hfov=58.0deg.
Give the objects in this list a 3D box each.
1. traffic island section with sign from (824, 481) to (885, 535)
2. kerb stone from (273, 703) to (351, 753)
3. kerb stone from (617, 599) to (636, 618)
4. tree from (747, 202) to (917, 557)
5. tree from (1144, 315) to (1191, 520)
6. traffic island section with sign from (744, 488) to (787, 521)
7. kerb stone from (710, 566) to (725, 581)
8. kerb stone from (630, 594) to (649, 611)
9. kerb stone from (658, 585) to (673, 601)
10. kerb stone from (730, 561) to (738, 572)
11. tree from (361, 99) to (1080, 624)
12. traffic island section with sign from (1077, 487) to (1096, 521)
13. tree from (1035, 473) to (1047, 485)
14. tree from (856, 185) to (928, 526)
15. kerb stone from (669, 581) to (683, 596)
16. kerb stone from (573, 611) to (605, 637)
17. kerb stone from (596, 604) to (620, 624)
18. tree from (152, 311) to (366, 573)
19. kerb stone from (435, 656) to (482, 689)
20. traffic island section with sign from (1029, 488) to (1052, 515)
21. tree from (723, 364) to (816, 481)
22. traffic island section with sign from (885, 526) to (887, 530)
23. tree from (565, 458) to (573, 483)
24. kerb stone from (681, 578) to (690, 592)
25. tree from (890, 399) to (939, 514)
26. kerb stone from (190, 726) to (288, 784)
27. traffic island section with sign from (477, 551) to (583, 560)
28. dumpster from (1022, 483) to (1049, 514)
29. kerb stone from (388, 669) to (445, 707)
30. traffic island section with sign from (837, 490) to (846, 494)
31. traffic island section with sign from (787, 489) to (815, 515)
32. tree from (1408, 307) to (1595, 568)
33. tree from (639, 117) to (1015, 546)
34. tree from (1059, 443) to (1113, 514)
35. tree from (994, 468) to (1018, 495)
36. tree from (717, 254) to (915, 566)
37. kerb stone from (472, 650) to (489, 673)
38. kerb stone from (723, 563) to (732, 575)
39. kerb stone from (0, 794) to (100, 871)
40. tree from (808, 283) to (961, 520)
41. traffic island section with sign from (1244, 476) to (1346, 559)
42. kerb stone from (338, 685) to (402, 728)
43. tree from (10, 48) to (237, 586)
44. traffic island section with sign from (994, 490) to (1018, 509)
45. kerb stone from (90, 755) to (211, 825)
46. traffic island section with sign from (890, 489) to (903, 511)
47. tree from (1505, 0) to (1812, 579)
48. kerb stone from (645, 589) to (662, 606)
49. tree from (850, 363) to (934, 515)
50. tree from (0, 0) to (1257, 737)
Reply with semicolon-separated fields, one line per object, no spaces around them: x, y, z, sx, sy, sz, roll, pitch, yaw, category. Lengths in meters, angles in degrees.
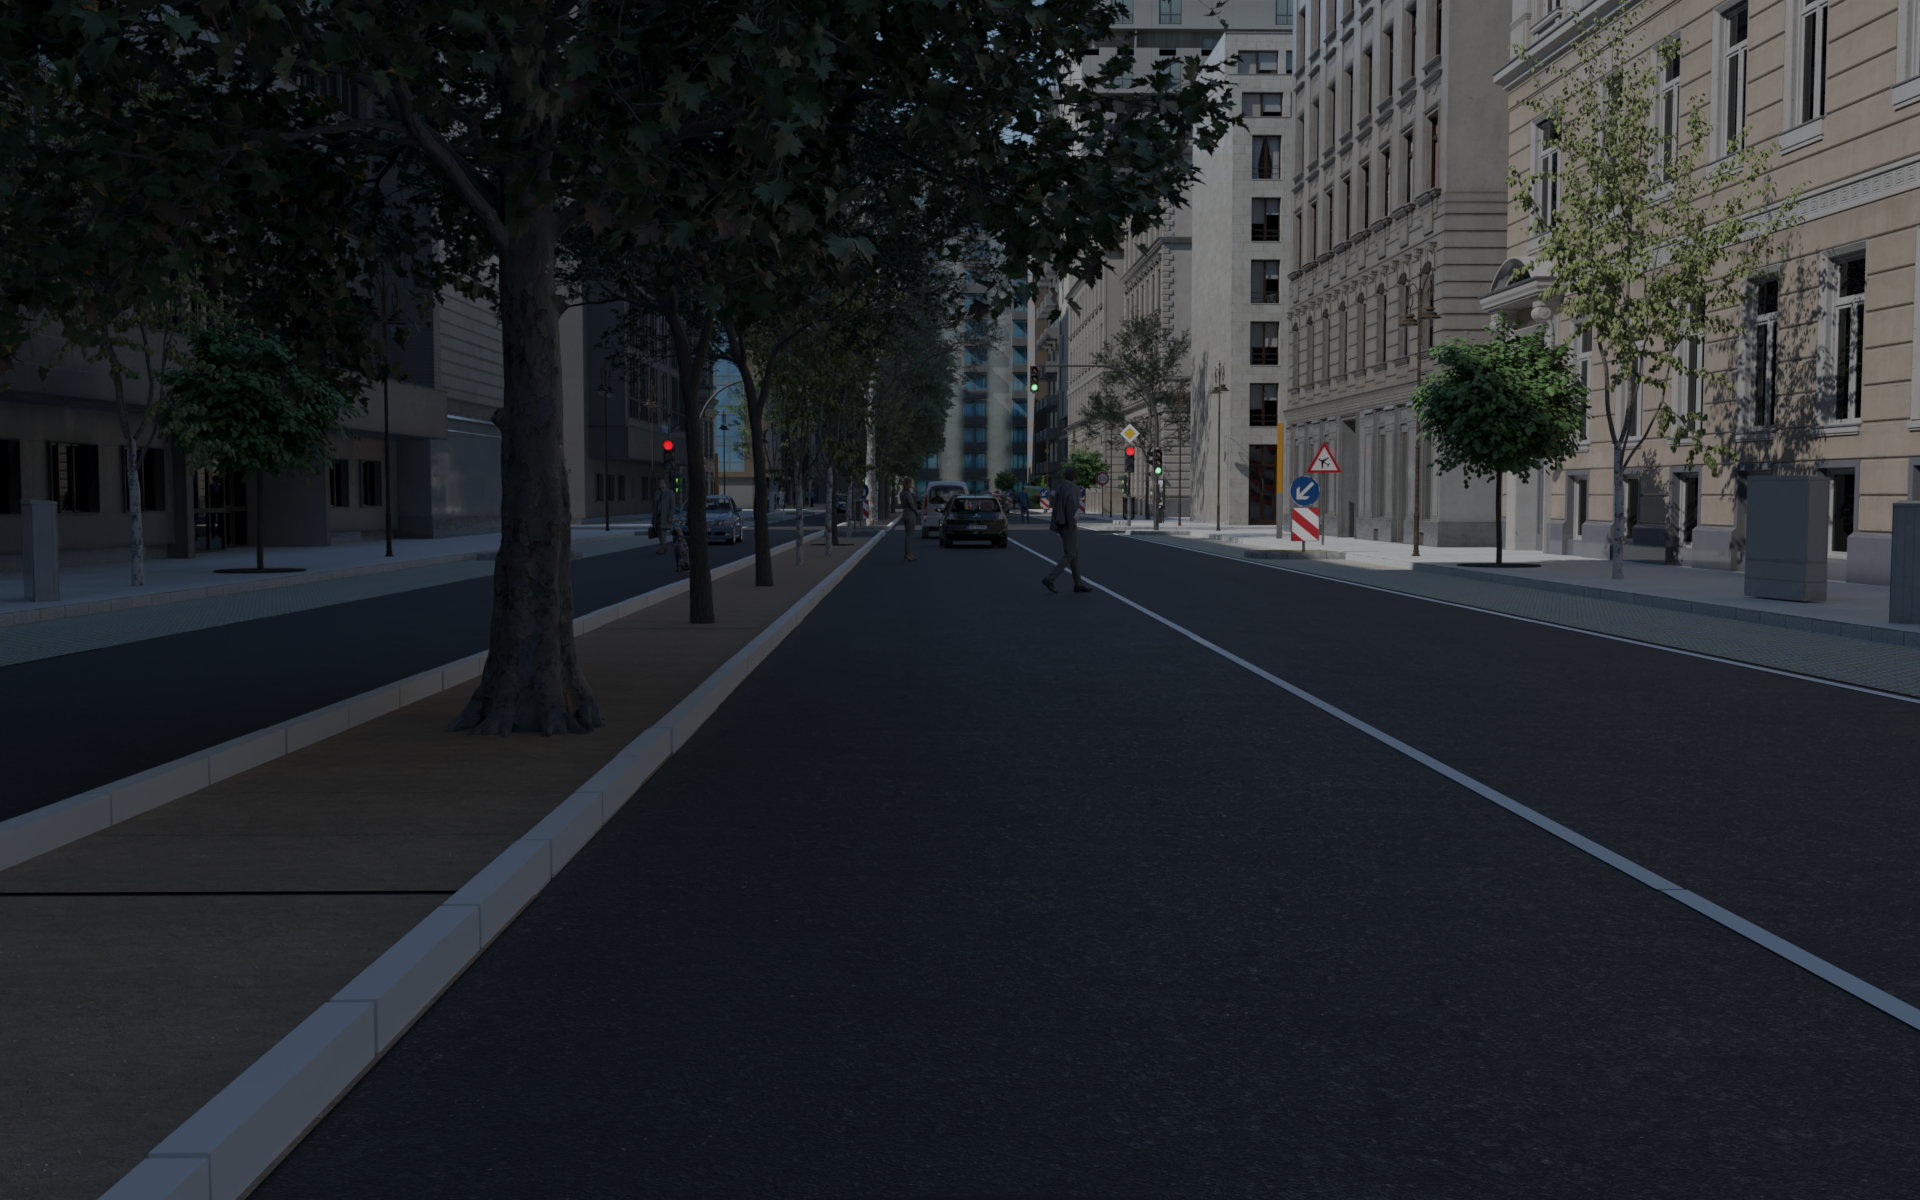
-3.755;-3.245;61.191;2.006;1.907;1.989;0;4;-1;traffic island section with sign
-3.754;0.746;9.992;0.120;0.150;1.000;0;4;-1;kerb stone
-3.965;0.123;20.242;0.120;0.150;1.000;0;4;-1;kerb stone
-3.003;-5.290;39.308;4.360;8.622;3.978;0;3;0;tree
9.099;-9.293;86.347;7.601;10.594;8.767;-2;4;-27;tree
-10.545;-5.186;93.413;1.989;1.847;2.006;0;4;-1;traffic island section with sign
-4.156;-0.445;29.464;0.120;0.150;1.000;0;4;-1;kerb stone
-3.988;0.057;21.264;0.120;0.150;1.000;0;4;-1;kerb stone
-4.037;-0.068;23.314;0.120;0.150;1.000;0;4;-1;kerb stone
-4.198;-0.570;31.520;0.120;0.150;1.000;0;4;-1;kerb stone
-2.829;-5.032;19.142;8.767;10.594;7.601;0;4;-1;tree
6.274;-5.206;93.750;1.989;1.847;2.006;0;4;-1;traffic island section with sign
7.595;-9.985;157.862;1.663;3.219;1.824;0;3;0;tree
-4.984;-13.147;73.303;12.611;20.169;13.585;0;3;0;tree
-4.058;-0.131;24.345;0.120;0.150;1.000;0;4;-1;kerb stone
-3.912;0.248;18.189;0.120;0.150;1.000;0;4;-1;kerb stone
-3.950;0.182;19.220;0.120;0.150;1.000;0;4;-1;kerb stone
-11.520;-2.738;28.476;4.285;4.588;4.351;0;3;0;tree
-3.816;0.560;13.067;0.120;0.150;1.000;0;4;-1;kerb stone
5.725;-6.855;120.699;1.989;1.847;2.006;0;4;-1;traffic island section with sign
-14.802;-12.889;136.498;9.928;11.665;9.643;0;3;0;tree
-3.898;-3.698;68.597;2.006;1.907;1.989;0;4;-1;traffic island section with sign
-12.800;-3.554;52.712;1.663;3.219;1.824;0;3;0;tree
-4.072;-0.194;25.367;0.120;0.150;1.000;0;4;-1;kerb stone
-4.780;-12.094;125.950;9.928;11.665;9.643;0;3;0;tree
-3.738;0.809;8.969;0.120;0.150;1.000;0;4;-1;kerb stone
-9.398;-1.802;38.087;1.989;1.847;2.006;0;4;-1;traffic island section with sign
5.399;-7.296;124.240;1.985;2.255;1.502;0;4;0;dumpster
-3.799;0.621;12.036;0.120;0.150;1.000;0;4;-1;kerb stone
-12.699;-11.557;197.581;1.989;1.847;2.006;0;4;-1;traffic island section with sign
-11.102;-6.856;120.725;1.989;1.847;2.006;0;4;-1;traffic island section with sign
9.617;-2.878;30.774;4.285;4.588;4.351;0;3;0;tree
-3.502;-8.232;47.419;12.009;13.543;11.850;0;3;0;tree
8.000;-7.755;110.510;4.285;4.588;4.351;0;3;0;tree
5.723;-14.325;217.922;4.285;4.588;4.351;0;3;0;tree
-3.129;-4.954;33.818;4.737;8.622;4.395;0;3;0;tree
-3.840;0.501;14.099;0.120;0.150;1.000;0;4;-1;kerb stone
-4.178;-0.507;30.486;0.120;0.150;1.000;0;4;-1;kerb stone
-3.690;0.934;6.919;0.120;0.150;1.000;0;4;-1;kerb stone
-4.622;-12.010;105.482;9.857;13.997;8.962;0;3;0;tree
7.419;-1.836;38.650;1.989;1.847;2.006;0;4;-1;traffic island section with sign
-3.777;0.684;11.013;0.120;0.150;1.000;0;4;-1;kerb stone
-11.495;-4.487;23.728;4.737;8.622;4.395;0;3;0;tree
4.678;-9.945;171.232;1.989;1.847;2.006;0;4;-1;traffic island section with sign
-3.713;0.872;7.941;0.120;0.150;1.000;0;4;-1;kerb stone
-5.458;-8.293;143.720;2.006;1.907;1.989;0;4;-1;traffic island section with sign
9.988;-4.613;25.783;4.737;8.622;4.395;0;3;0;tree
-4.005;-0.006;22.287;0.120;0.150;1.000;0;4;-1;kerb stone
-4.962;-11.935;115.725;7.486;12.596;7.792;0;3;0;tree
-2.620;-5.561;10.390;9.611;12.733;9.660;0;3;0;tree
